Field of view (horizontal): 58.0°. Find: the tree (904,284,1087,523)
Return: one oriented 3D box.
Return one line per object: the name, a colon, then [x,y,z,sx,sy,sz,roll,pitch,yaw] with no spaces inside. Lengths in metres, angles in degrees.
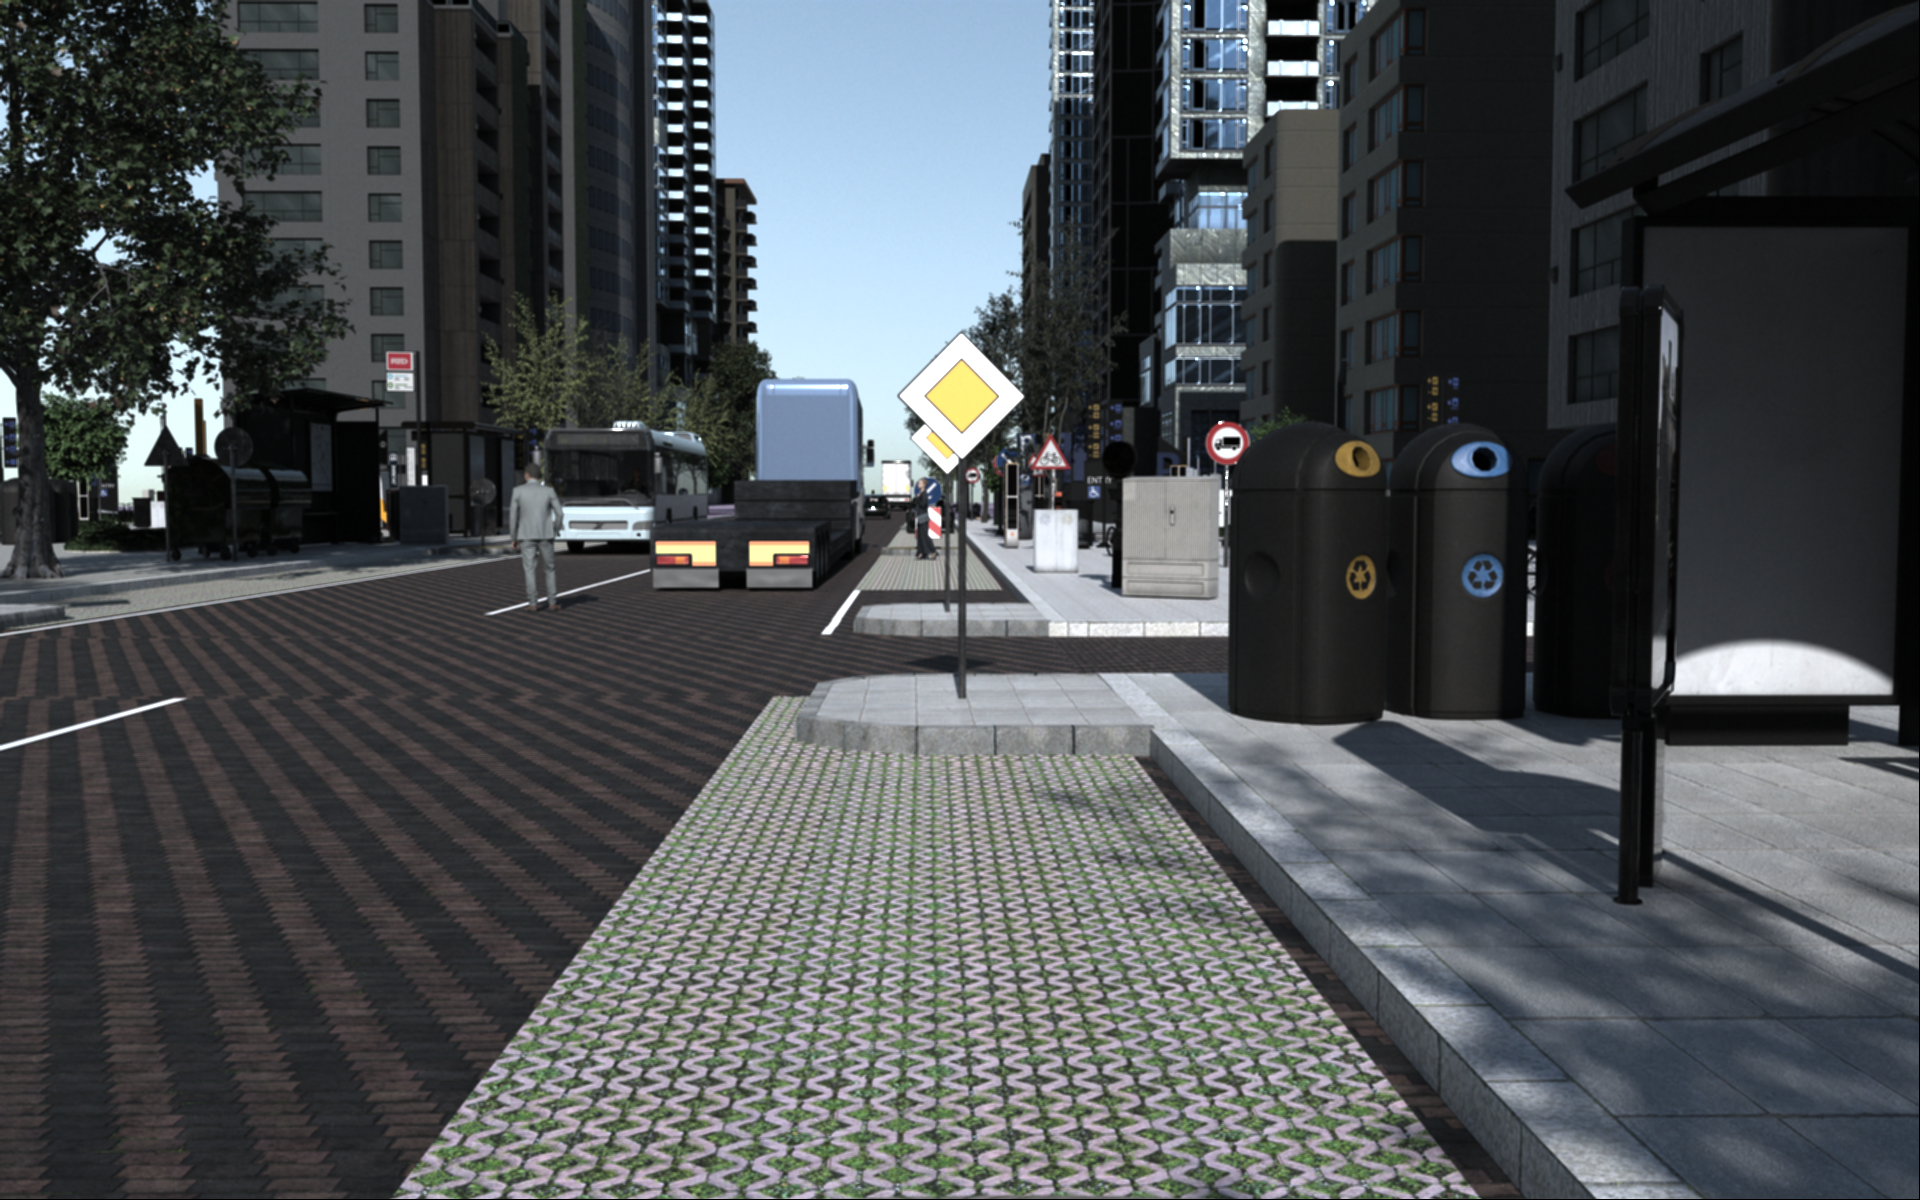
tree: [1.355,-8.740,77.318,7.601,10.594,8.767,3,4,38]

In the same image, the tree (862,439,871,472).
tree: [-17.717,-20.911,252.257,12.009,13.543,11.850,0,3,0]

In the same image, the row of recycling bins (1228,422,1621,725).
row of recycling bins: [3.330,-0.185,10.142,3.534,1.692,1.069,0,4,-5]

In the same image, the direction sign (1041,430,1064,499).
direction sign: [3.303,-4.221,61.009,0.876,3.537,0.379,0,4,-1]

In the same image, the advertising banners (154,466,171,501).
advertising banners: [-41.999,-5.795,90.934,0.090,3.025,2.074,1,4,18]

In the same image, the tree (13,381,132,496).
tree: [-25.393,-4.027,49.549,4.285,4.588,4.351,0,3,0]

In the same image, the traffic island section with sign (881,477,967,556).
traffic island section with sign: [-0.859,-1.969,40.825,1.989,1.847,2.006,0,4,-1]

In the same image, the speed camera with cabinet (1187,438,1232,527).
speed camera with cabinet: [8.731,-4.063,60.768,2.038,3.252,0.660,1,4,18]

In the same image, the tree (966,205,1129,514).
tree: [2.373,-5.780,44.873,4.360,8.622,3.978,0,3,0]

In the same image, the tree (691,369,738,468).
tree: [-15.519,-9.292,102.287,4.737,8.622,4.395,0,3,0]

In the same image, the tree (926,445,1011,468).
tree: [0.185,-16.649,182.573,12.009,13.543,11.850,0,3,0]

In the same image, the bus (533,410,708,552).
bus: [-8.669,-3.129,46.012,2.948,3.499,13.247,0,4,-2]

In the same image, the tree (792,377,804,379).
tree: [-16.406,-17.123,186.609,9.857,13.997,8.962,0,3,0]

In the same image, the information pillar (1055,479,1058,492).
information pillar: [4.530,-4.819,83.286,0.304,2.012,0.304,1,4,21]

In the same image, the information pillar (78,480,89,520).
information pillar: [-30.544,-3.417,60.354,0.304,2.012,0.304,-2,4,-30]

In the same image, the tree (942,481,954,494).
tree: [-1.885,-14.127,225.574,1.663,3.219,1.824,0,3,0]

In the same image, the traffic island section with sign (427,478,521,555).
traffic island section with sign: [-11.539,-2.015,41.574,1.989,1.847,2.006,0,4,-1]

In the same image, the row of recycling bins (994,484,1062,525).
row of recycling bins: [3.146,-3.930,71.374,3.534,1.692,1.069,0,4,3]

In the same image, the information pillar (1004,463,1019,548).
information pillar: [1.216,-2.232,40.987,0.304,2.012,0.304,0,4,-7]

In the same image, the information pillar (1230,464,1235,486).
information pillar: [14.709,-6.242,93.413,0.183,3.616,0.504,-1,4,-18]

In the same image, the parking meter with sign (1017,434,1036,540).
parking meter with sign: [1.841,-3.242,49.270,0.543,3.016,1.738,0,4,5]

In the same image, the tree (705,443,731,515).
tree: [-15.898,-7.680,109.289,4.285,4.588,4.351,0,3,0]

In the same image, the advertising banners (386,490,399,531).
advertising banners: [-19.842,-3.945,60.695,2.074,3.025,0.090,0,4,1]

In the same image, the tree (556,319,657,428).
tree: [-15.134,-7.498,72.951,4.360,8.622,3.978,0,3,0]

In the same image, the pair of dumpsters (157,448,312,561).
pair of dumpsters: [-14.735,-2.007,35.316,1.574,2.255,4.437,0,4,-1]

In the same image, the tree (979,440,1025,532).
tree: [1.342,-3.918,58.667,1.663,3.219,1.824,0,3,0]

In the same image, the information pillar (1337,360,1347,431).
information pillar: [6.612,-2.367,30.062,0.183,3.616,0.504,1,4,21]

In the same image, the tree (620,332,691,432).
tree: [-15.130,-7.914,79.753,4.737,8.622,4.395,0,3,0]

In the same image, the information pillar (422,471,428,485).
information pillar: [-23.128,-5.102,74.766,0.504,3.616,0.183,0,4,-3]

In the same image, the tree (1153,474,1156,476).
tree: [10.883,-5.903,91.118,1.663,3.219,1.824,0,3,0]

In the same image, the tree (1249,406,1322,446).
tree: [12.286,-4.954,64.715,4.285,4.588,4.351,0,3,0]

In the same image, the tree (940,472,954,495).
tree: [0.950,-8.368,87.185,4.360,8.622,3.978,0,3,0]

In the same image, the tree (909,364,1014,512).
tree: [0.227,-12.134,124.146,9.928,11.665,9.643,0,3,0]

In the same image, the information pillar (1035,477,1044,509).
information pillar: [3.061,-3.840,67.270,0.304,2.012,0.304,3,5,40]

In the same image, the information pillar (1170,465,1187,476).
information pillar: [5.581,-2.433,44.277,0.304,2.012,0.304,-3,5,-40]

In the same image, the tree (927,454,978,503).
tree: [-0.705,-19.518,237.239,7.486,12.596,7.792,0,3,0]

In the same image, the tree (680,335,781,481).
tree: [-15.802,-12.738,125.267,9.611,12.733,9.660,0,3,0]

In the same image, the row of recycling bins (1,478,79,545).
row of recycling bins: [-24.080,-2.344,45.434,1.069,1.692,3.534,0,4,-7]

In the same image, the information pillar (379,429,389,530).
information pillar: [-20.842,-4.348,62.445,0.504,3.616,0.183,0,4,-4]

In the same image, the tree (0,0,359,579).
tree: [-14.275,-6.689,26.368,9.611,12.733,9.660,0,3,0]

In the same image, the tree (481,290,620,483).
tree: [-14.852,-6.813,61.752,4.737,8.622,4.395,0,3,0]
